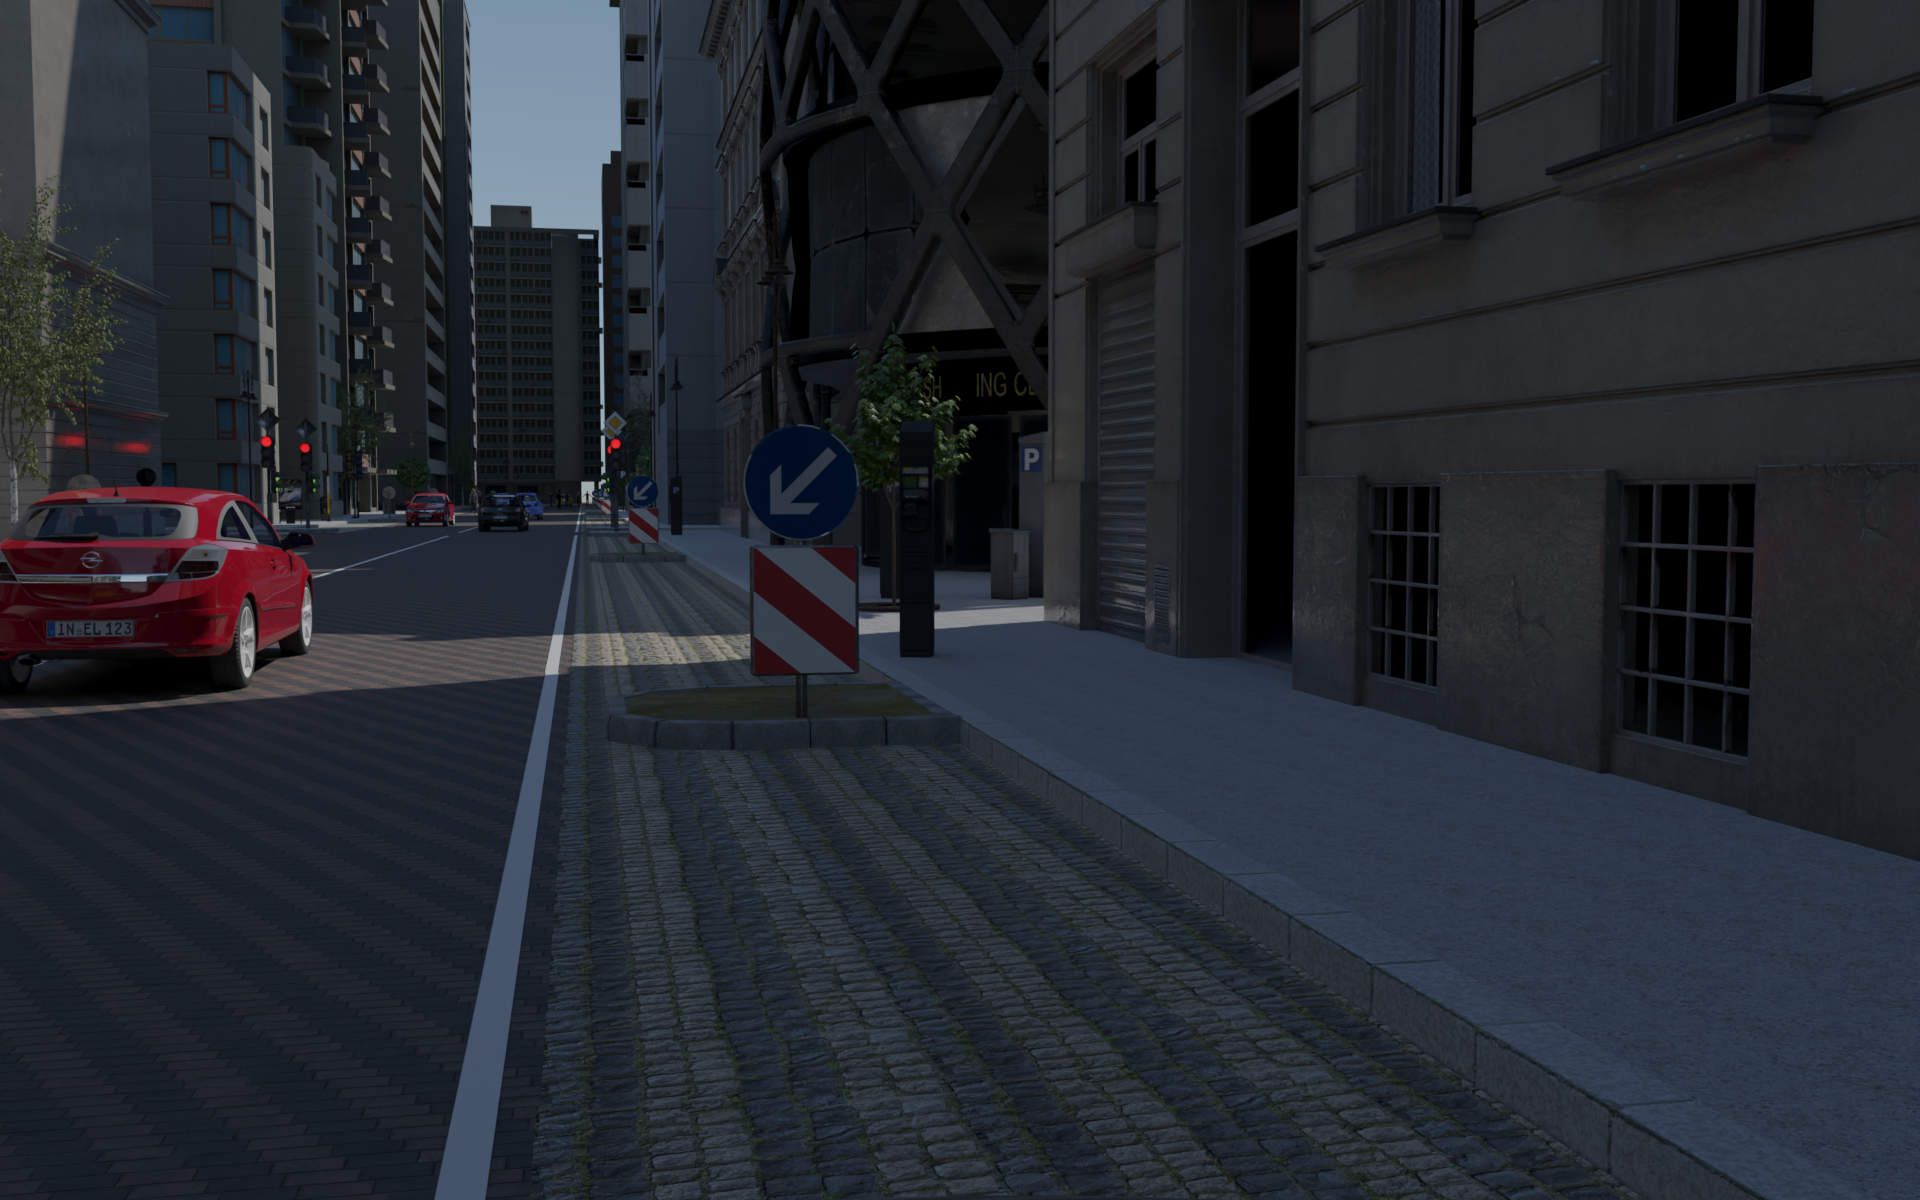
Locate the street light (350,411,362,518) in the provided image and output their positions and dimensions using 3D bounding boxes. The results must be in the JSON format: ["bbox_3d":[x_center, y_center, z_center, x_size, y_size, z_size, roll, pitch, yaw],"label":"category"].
[{"bbox_3d":[-32.850,-7.436,94.370,0.468,5.910,1.993,-1,4,-12],"label":"street light"}]

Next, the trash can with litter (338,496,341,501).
[{"bbox_3d":[-34.886,-5.183,96.128,1.055,1.170,0.624,-2,4,-26],"label":"trash can with litter"}]

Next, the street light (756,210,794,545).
[{"bbox_3d":[-3.037,-3.407,28.500,0.468,5.910,1.993,-1,4,-12],"label":"street light"}]

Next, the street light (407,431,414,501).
[{"bbox_3d":[-39.324,-9.259,124.165,0.468,5.910,1.993,-1,4,-12],"label":"street light"}]

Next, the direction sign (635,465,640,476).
[{"bbox_3d":[-25.120,-8.797,135.834,0.379,3.537,0.876,2,4,32],"label":"direction sign"}]

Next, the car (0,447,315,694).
[{"bbox_3d":[-6.435,-0.305,14.035,2.155,1.783,4.494,-1,4,-12],"label":"car"}]

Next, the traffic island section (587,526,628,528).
[{"bbox_3d":[-13.354,-2.717,66.706,2.009,0.180,2.903,-1,4,-12],"label":"traffic island section"}]

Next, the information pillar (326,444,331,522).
[{"bbox_3d":[-29.220,-5.427,80.078,0.183,3.616,0.504,-1,4,-21],"label":"information pillar"}]

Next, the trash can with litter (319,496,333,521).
[{"bbox_3d":[-30.852,-4.461,84.320,0.624,1.170,1.055,-1,4,-19],"label":"trash can with litter"}]

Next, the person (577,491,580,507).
[{"bbox_3d":[-43.382,-11.455,196.520,0.721,1.736,1.217,0,4,-7],"label":"person"}]

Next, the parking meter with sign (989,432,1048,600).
[{"bbox_3d":[1.065,-1.550,21.596,0.543,3.016,1.738,3,5,39],"label":"parking meter with sign"}]

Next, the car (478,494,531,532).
[{"bbox_3d":[-17.725,-3.518,67.310,2.009,1.686,4.222,-1,4,-11],"label":"car"}]

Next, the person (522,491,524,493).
[{"bbox_3d":[-45.390,-10.429,179.732,1.217,1.735,0.721,-2,4,-27],"label":"person"}]

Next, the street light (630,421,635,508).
[{"bbox_3d":[-20.503,-8.308,108.626,0.468,5.910,1.993,-1,4,-12],"label":"street light"}]

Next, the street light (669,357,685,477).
[{"bbox_3d":[-9.526,-5.230,58.291,0.468,5.910,1.993,-1,4,-12],"label":"street light"}]

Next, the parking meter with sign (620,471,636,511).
[{"bbox_3d":[-24.959,-8.243,131.031,0.543,3.016,1.738,2,4,25],"label":"parking meter with sign"}]

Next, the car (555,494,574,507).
[{"bbox_3d":[-44.060,-11.173,192.899,2.015,1.641,3.980,-1,4,-12],"label":"car"}]

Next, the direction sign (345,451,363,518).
[{"bbox_3d":[-31.914,-6.069,91.220,0.876,3.537,0.379,-2,4,-29],"label":"direction sign"}]

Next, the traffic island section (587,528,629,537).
[{"bbox_3d":[-11.657,-2.240,58.902,2.009,0.180,2.903,-1,4,-12],"label":"traffic island section"}]

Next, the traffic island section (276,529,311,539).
[{"bbox_3d":[-22.546,-2.096,56.548,2.009,0.180,2.903,-1,4,-12],"label":"traffic island section"}]

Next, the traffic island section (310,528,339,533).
[{"bbox_3d":[-24.243,-2.573,64.352,2.009,0.180,2.903,-1,4,-12],"label":"traffic island section"}]

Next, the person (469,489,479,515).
[{"bbox_3d":[-33.238,-6.722,118.585,0.709,1.800,0.728,1,4,8],"label":"person"}]

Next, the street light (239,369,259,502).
[{"bbox_3d":[-26.258,-5.581,64.031,0.468,5.910,1.993,-1,4,-12],"label":"street light"}]

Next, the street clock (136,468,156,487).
[{"bbox_3d":[-22.867,-2.700,48.714,0.358,2.002,0.471,3,5,42],"label":"street clock"}]

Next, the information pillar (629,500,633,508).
[{"bbox_3d":[-23.225,-7.203,122.268,0.304,2.012,0.304,0,4,-6],"label":"information pillar"}]

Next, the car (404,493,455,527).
[{"bbox_3d":[-23.824,-4.212,77.913,2.155,1.783,4.494,-1,4,-11],"label":"car"}]

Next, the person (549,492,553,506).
[{"bbox_3d":[-47.991,-11.844,202.950,0.742,1.727,0.445,3,4,38],"label":"person"}]

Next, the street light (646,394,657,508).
[{"bbox_3d":[-14.009,-6.477,78.682,0.468,5.910,1.993,-1,4,-12],"label":"street light"}]

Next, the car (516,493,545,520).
[{"bbox_3d":[-24.335,-5.364,97.285,1.945,1.707,3.694,-1,4,-11],"label":"car"}]

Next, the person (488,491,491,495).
[{"bbox_3d":[-50.110,-10.746,184.911,1.217,1.743,0.721,-1,4,-18],"label":"person"}]

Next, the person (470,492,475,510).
[{"bbox_3d":[-43.318,-8.851,154.023,0.445,1.727,0.742,0,4,4],"label":"person"}]

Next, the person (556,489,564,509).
[{"bbox_3d":[-37.468,-9.414,162.046,0.705,1.869,1.348,-3,5,-43],"label":"person"}]

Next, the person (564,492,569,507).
[{"bbox_3d":[-43.052,-10.978,189.460,0.415,1.643,0.593,2,4,29],"label":"person"}]

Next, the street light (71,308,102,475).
[{"bbox_3d":[-21.740,-4.300,43.098,0.468,5.910,1.993,-1,4,-12],"label":"street light"}]

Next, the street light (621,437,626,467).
[{"bbox_3d":[-26.939,-10.133,138.455,0.468,5.910,1.993,-1,4,-12],"label":"street light"}]

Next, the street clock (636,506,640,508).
[{"bbox_3d":[-19.552,-6.150,105.125,0.471,2.002,0.358,-3,5,-41],"label":"street clock"}]

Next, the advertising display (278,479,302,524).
[{"bbox_3d":[-28.797,-4.236,74.466,0.974,1.923,0.123,-1,4,-22],"label":"advertising display"}]

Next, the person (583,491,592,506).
[{"bbox_3d":[-45.354,-12.378,210.835,1.348,1.831,0.705,-2,4,-32],"label":"person"}]
